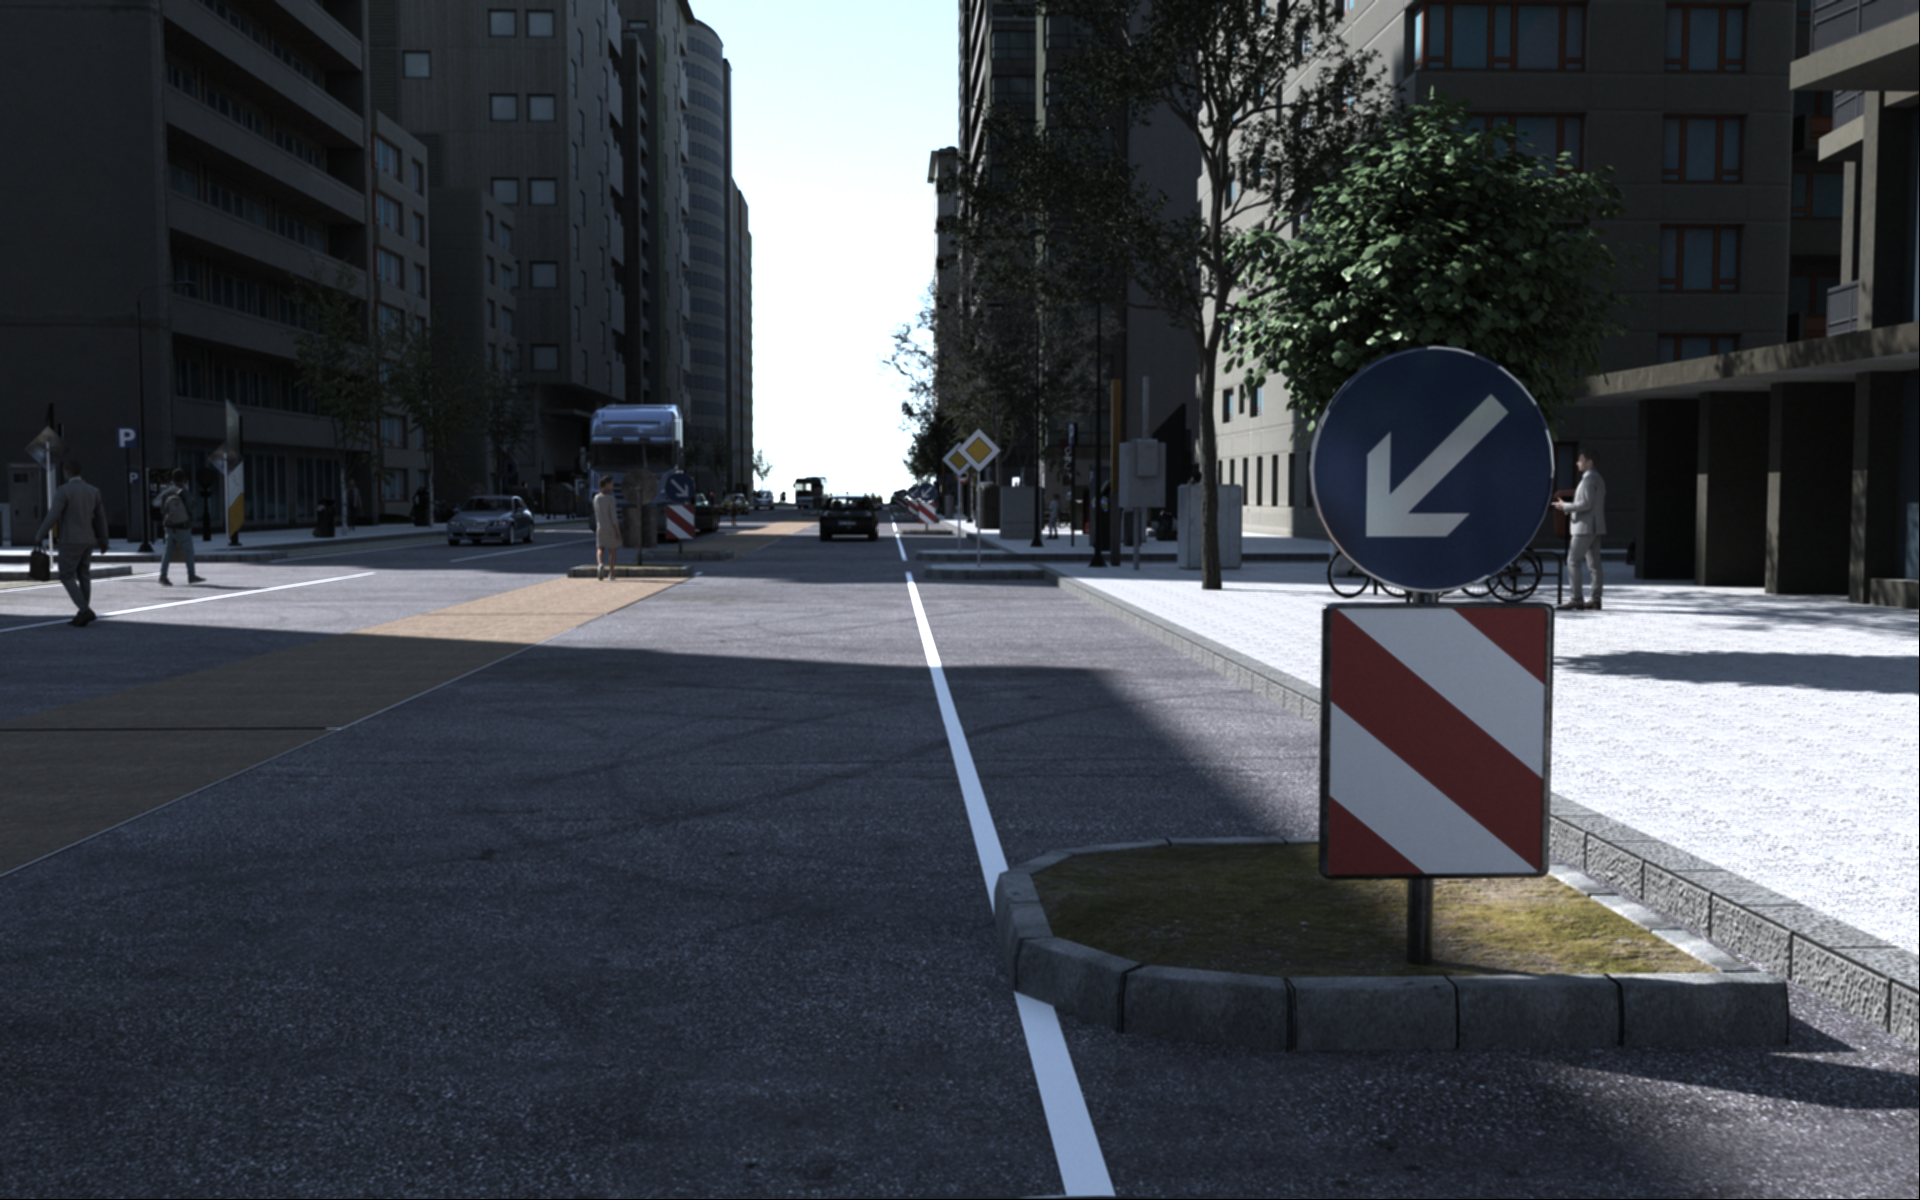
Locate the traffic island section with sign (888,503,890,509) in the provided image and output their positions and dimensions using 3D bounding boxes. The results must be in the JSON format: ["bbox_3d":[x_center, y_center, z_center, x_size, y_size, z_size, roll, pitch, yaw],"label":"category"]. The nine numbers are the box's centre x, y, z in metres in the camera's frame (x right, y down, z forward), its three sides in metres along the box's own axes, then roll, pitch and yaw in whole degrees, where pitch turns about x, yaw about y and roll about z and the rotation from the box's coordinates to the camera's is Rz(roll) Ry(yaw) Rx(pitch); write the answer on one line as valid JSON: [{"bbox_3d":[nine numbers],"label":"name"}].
[{"bbox_3d":[-4.612,-7.933,138.331,1.989,1.847,2.006,0,4,-2],"label":"traffic island section with sign"}]

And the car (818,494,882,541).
[{"bbox_3d":[-3.431,-2.696,53.868,2.009,1.686,4.222,0,4,-1],"label":"car"}]

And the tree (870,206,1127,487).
[{"bbox_3d":[1.685,-9.738,69.593,12.009,13.543,11.850,0,3,0],"label":"tree"}]

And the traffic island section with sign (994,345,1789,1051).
[{"bbox_3d":[1.127,0.197,5.412,1.989,1.847,2.006,0,4,-2],"label":"traffic island section with sign"}]

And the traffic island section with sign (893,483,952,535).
[{"bbox_3d":[-1.297,-3.222,61.310,1.989,1.847,2.006,0,4,-2],"label":"traffic island section with sign"}]

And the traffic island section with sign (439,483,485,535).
[{"bbox_3d":[-17.000,-3.178,60.591,1.989,1.847,2.006,0,4,-2],"label":"traffic island section with sign"}]

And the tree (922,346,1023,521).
[{"bbox_3d":[0.775,-8.033,81.703,4.737,8.622,4.395,0,3,0],"label":"tree"}]

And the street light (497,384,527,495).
[{"bbox_3d":[-18.987,-6.166,73.350,1.470,5.913,1.316,0,4,-2],"label":"street light"}]

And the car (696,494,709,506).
[{"bbox_3d":[-16.093,-5.803,103.679,1.959,1.807,4.718,0,4,-2],"label":"car"}]

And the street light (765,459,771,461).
[{"bbox_3d":[-25.904,-15.898,232.467,1.470,5.913,1.316,0,4,-2],"label":"street light"}]

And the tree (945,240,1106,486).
[{"bbox_3d":[1.929,-6.095,50.021,4.360,8.622,3.978,0,3,0],"label":"tree"}]

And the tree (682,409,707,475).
[{"bbox_3d":[-23.098,-11.780,142.959,4.737,8.622,4.395,0,3,0],"label":"tree"}]

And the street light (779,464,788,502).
[{"bbox_3d":[-27.368,-18.073,268.038,1.470,5.913,1.316,0,4,-2],"label":"street light"}]

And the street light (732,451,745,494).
[{"bbox_3d":[-23.883,-13.044,185.809,1.470,5.913,1.316,0,4,-2],"label":"street light"}]

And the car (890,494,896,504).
[{"bbox_3d":[-8.350,-13.442,228.564,1.959,1.807,4.718,0,4,-2],"label":"car"}]

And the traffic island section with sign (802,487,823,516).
[{"bbox_3d":[-9.289,-6.409,112.921,2.006,1.907,1.989,0,4,-2],"label":"traffic island section with sign"}]

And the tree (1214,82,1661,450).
[{"bbox_3d":[3.845,-1.844,13.868,4.285,4.588,4.351,0,3,0],"label":"tree"}]

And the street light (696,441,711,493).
[{"bbox_3d":[-22.338,-10.877,150.386,1.470,5.913,1.316,0,4,-2],"label":"street light"}]

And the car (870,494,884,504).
[{"bbox_3d":[-11.597,-14.127,241.203,2.015,1.641,3.980,0,4,-1],"label":"car"}]

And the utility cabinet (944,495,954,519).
[{"bbox_3d":[-0.547,-4.768,89.114,0.306,1.237,1.020,1,4,11],"label":"utility cabinet"}]

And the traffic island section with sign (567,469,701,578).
[{"bbox_3d":[-5.726,-1.365,30.452,2.006,1.907,1.989,0,4,-2],"label":"traffic island section with sign"}]

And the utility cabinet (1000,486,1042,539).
[{"bbox_3d":[1.720,-2.468,49.037,1.173,1.500,0.318,-1,4,-20],"label":"utility cabinet"}]

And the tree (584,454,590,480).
[{"bbox_3d":[-21.496,-7.395,104.619,4.285,4.588,4.351,0,3,0],"label":"tree"}]

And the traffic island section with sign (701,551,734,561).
[{"bbox_3d":[-6.036,-1.817,37.852,2.006,1.907,1.989,0,4,-2],"label":"traffic island section with sign"}]

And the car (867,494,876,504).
[{"bbox_3d":[-13.253,-15.075,256.698,2.015,1.641,3.980,0,4,-4],"label":"car"}]

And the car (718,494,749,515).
[{"bbox_3d":[-15.515,-6.642,118.817,2.015,1.641,3.980,0,4,-1],"label":"car"}]

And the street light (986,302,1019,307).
[{"bbox_3d":[1.336,-4.251,42.053,1.470,5.913,1.316,0,4,-2],"label":"street light"}]

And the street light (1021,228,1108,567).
[{"bbox_3d":[1.896,-3.540,30.414,1.470,5.913,1.316,0,4,-2],"label":"street light"}]

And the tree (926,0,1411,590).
[{"bbox_3d":[3.067,-5.414,22.940,7.601,10.594,8.767,-1,4,-20],"label":"tree"}]

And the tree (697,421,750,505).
[{"bbox_3d":[-23.872,-13.517,171.372,4.360,8.622,3.978,0,3,0],"label":"tree"}]

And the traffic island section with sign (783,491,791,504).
[{"bbox_3d":[-25.036,-14.559,246.664,1.989,1.847,2.006,0,4,-2],"label":"traffic island section with sign"}]

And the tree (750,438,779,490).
[{"bbox_3d":[-26.099,-16.986,228.088,4.360,8.622,3.978,0,3,0],"label":"tree"}]

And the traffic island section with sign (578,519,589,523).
[{"bbox_3d":[-18.159,-4.825,87.522,1.989,1.847,2.006,0,4,-2],"label":"traffic island section with sign"}]

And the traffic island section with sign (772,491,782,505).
[{"bbox_3d":[-23.853,-12.895,219.454,1.989,1.847,2.006,0,4,-2],"label":"traffic island section with sign"}]

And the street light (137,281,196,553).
[{"bbox_3d":[-17.363,-3.999,37.921,1.470,5.913,1.316,0,4,-2],"label":"street light"}]

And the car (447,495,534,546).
[{"bbox_3d":[-13.370,-2.296,49.542,2.014,1.417,4.499,0,4,-3],"label":"car"}]

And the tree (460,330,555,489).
[{"bbox_3d":[-20.852,-7.875,79.115,4.360,8.622,3.978,0,3,0],"label":"tree"}]

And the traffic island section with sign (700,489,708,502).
[{"bbox_3d":[-20.323,-7.897,137.736,1.989,1.847,2.006,0,4,-2],"label":"traffic island section with sign"}]

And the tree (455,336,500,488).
[{"bbox_3d":[-19.898,-7.047,65.575,4.737,8.622,4.395,0,3,0],"label":"tree"}]

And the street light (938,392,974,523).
[{"bbox_3d":[-0.106,-6.418,77.480,1.470,5.913,1.316,0,4,-2],"label":"street light"}]

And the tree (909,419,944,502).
[{"bbox_3d":[-2.792,-13.367,168.910,4.360,8.622,3.978,0,3,0],"label":"tree"}]

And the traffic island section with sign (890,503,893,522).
[{"bbox_3d":[-2.452,-4.869,88.241,1.989,1.847,2.006,0,4,-2],"label":"traffic island section with sign"}]

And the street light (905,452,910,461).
[{"bbox_3d":[-5.527,-14.042,202.125,1.470,5.913,1.316,0,4,-2],"label":"street light"}]

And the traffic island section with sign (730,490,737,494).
[{"bbox_3d":[-21.487,-9.544,164.666,1.989,1.847,2.006,0,4,-2],"label":"traffic island section with sign"}]

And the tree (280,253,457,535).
[{"bbox_3d":[-18.889,-6.299,53.357,4.737,8.622,4.395,0,3,0],"label":"tree"}]

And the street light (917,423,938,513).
[{"bbox_3d":[-1.857,-8.588,112.959,1.470,5.913,1.316,0,4,-2],"label":"street light"}]

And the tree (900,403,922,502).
[{"bbox_3d":[-1.704,-10.899,128.564,4.737,8.622,4.395,0,3,0],"label":"tree"}]

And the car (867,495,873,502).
[{"bbox_3d":[-9.068,-9.022,159.866,2.083,1.381,4.827,0,4,-4],"label":"car"}]

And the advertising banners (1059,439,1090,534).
[{"bbox_3d":[4.172,-3.603,55.090,2.074,3.025,0.090,0,4,-2],"label":"advertising banners"}]
